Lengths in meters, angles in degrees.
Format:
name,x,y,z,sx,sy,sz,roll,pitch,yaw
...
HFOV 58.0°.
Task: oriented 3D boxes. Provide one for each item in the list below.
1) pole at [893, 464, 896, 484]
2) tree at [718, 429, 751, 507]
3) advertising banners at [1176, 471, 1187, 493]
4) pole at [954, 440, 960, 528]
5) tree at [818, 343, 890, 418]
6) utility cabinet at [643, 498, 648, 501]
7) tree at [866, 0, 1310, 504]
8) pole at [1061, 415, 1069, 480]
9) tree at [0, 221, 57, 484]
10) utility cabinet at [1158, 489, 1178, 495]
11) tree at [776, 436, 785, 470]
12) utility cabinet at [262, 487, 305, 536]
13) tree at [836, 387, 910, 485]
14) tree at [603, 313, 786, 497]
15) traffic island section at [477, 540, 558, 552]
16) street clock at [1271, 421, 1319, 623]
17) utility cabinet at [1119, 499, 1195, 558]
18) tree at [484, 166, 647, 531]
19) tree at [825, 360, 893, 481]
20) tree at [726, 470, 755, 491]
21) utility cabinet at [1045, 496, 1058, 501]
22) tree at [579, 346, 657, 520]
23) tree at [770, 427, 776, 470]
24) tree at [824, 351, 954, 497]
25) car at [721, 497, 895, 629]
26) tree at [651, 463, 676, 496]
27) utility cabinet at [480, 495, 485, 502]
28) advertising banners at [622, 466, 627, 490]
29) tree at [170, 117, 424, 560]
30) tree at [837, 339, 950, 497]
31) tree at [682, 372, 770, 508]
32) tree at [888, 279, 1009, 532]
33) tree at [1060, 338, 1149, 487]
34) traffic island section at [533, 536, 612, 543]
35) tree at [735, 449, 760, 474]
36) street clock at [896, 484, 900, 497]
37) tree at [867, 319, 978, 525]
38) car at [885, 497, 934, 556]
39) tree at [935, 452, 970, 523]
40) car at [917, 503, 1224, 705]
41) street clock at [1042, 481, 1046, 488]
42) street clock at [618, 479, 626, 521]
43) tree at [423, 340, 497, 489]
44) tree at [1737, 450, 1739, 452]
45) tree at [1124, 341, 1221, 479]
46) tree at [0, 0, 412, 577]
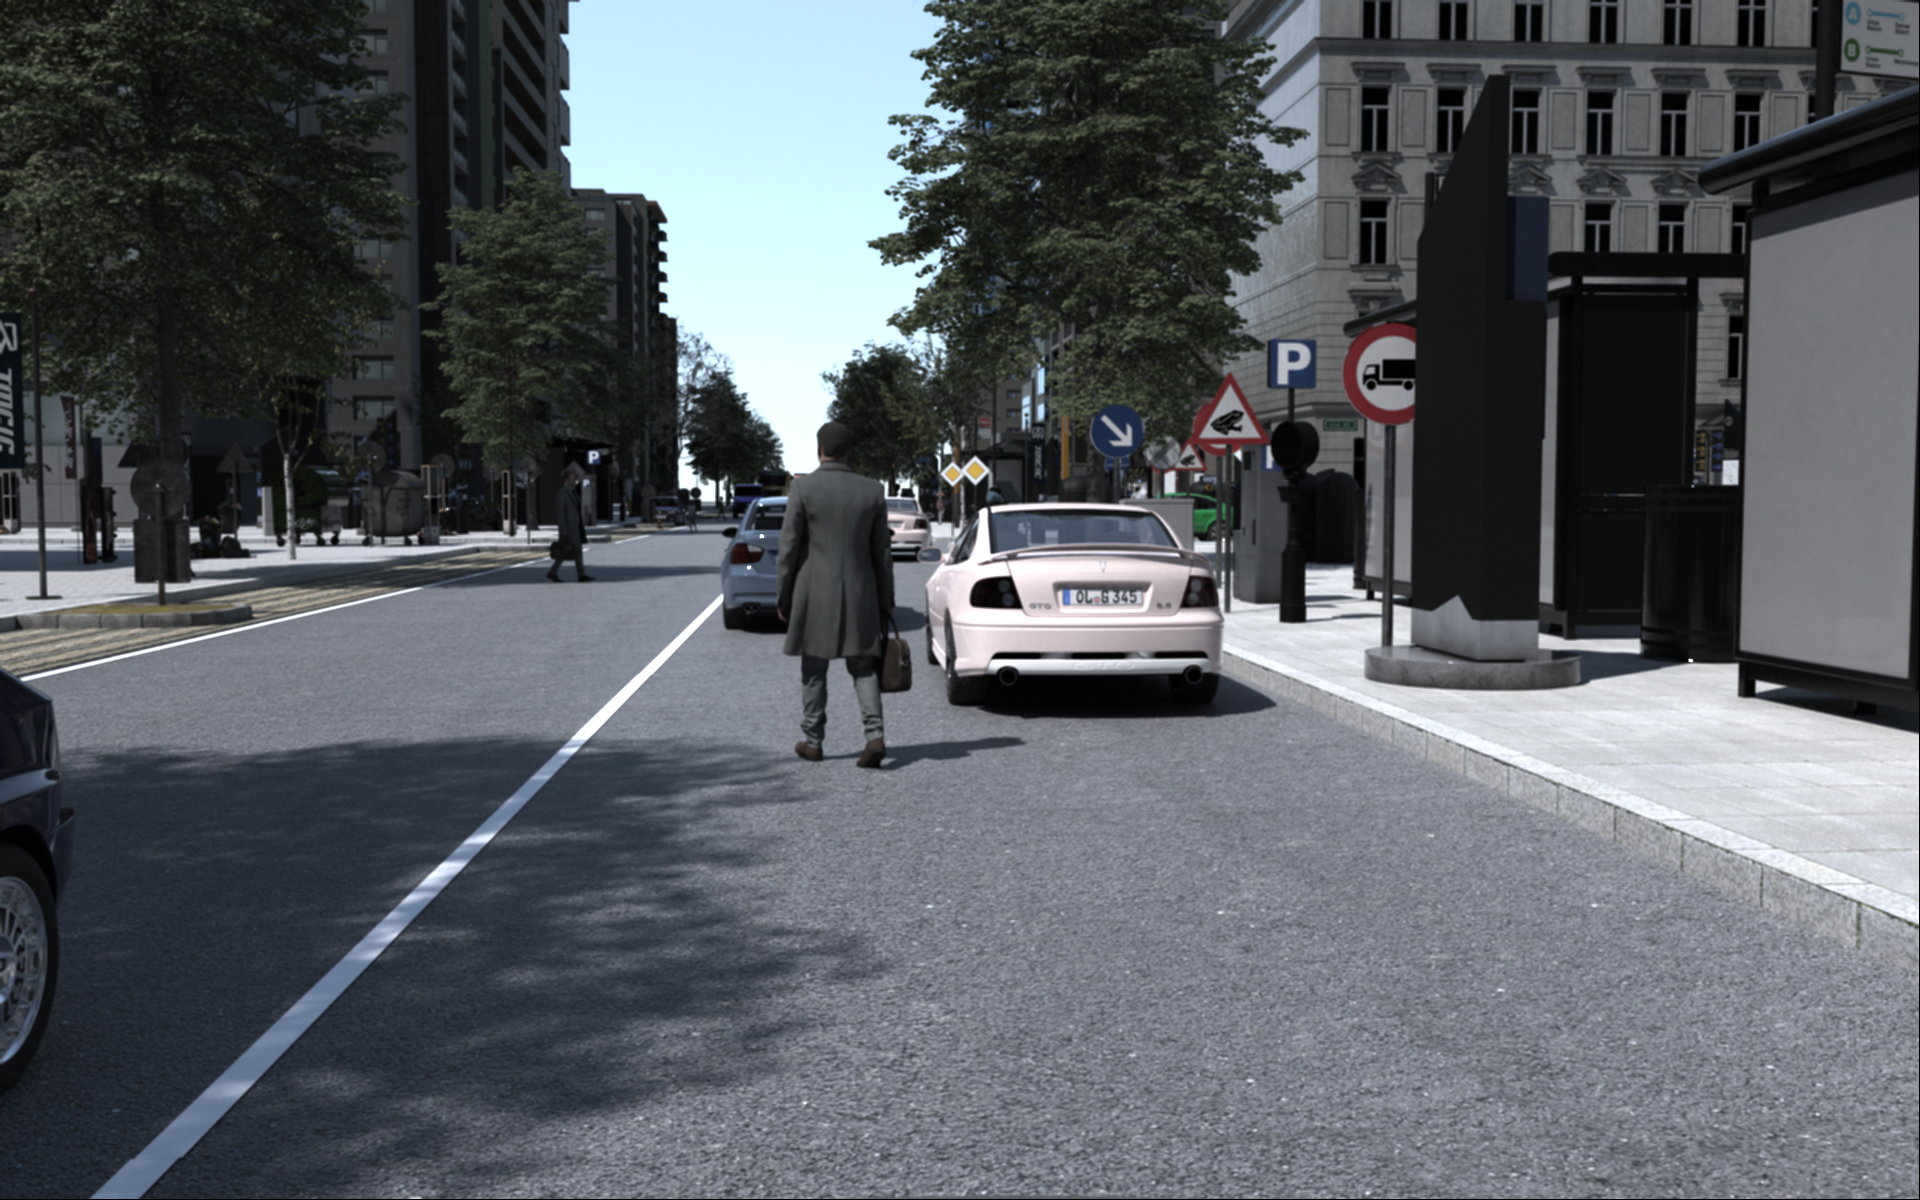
name,x,y,z,sx,sy,sz,roll,pitch,yaw
pole,-4.528,-7.668,119.222,0.158,3.312,0.155,0,3,0
tree,-22.893,-13.531,171.592,4.360,8.622,3.978,0,3,0
advertising banners,8.884,-4.276,66.092,2.074,3.025,0.090,1,4,18
pole,-0.115,-4.382,65.490,0.158,3.312,0.155,0,3,0
tree,-11.397,-22.114,217.449,12.611,20.169,13.585,0,3,0
utility cabinet,-17.076,-5.253,94.570,0.318,1.500,1.173,0,4,3
tree,2.243,-6.850,30.130,7.486,12.596,7.792,0,3,0
pole,2.645,-3.043,43.591,0.158,3.312,0.155,0,3,0
tree,-22.645,-5.468,39.768,4.360,8.622,3.978,0,3,0
utility cabinet,9.720,-4.425,81.034,0.318,1.500,1.173,3,5,43
tree,-31.440,-21.785,274.313,7.486,12.596,7.792,0,3,0
utility cabinet,-20.541,-2.686,52.593,1.173,1.500,0.318,-3,4,-36
tree,-9.334,-16.074,179.819,9.611,12.733,9.660,0,3,0
tree,-19.543,-12.717,118.293,12.009,13.543,11.850,0,3,0
traffic island section,-10.942,-1.321,43.881,2.009,0.180,2.903,0,4,-4
street clock,3.328,-0.776,17.258,0.358,2.002,0.471,-2,4,-31
utility cabinet,2.752,-0.803,24.291,1.020,1.237,0.306,-1,4,-13
tree,-14.803,-8.688,60.168,7.486,12.596,7.792,0,3,0
tree,-7.411,-14.974,155.200,12.009,13.543,11.850,0,3,0
tree,-25.739,-13.445,203.539,4.285,4.588,4.351,0,3,0
utility cabinet,3.592,-3.475,67.976,0.306,1.237,1.020,3,4,38
tree,-16.850,-8.298,86.041,4.737,8.622,4.395,0,3,0
tree,-25.697,-16.587,189.319,7.486,12.596,7.792,0,3,0
tree,-4.294,-10.900,112.634,8.767,10.594,7.601,-2,4,-27
car,-1.734,-0.473,19.743,2.014,1.417,4.499,0,4,-4
tree,-18.222,-6.727,104.588,1.663,3.219,1.824,0,3,0
utility cabinet,-31.554,-6.285,113.928,0.306,1.237,1.020,-2,4,-32
advertising banners,-20.312,-6.870,108.512,2.074,3.025,0.090,2,4,25
tree,-13.010,-5.082,33.447,4.737,8.622,4.395,0,3,0
tree,-5.538,-14.380,141.761,9.857,13.997,8.962,0,3,0
tree,-22.081,-14.702,158.511,7.486,12.596,7.792,0,3,0
tree,-0.098,-6.597,58.222,4.360,8.622,3.978,0,3,0
tree,6.396,-7.737,76.870,4.737,8.622,4.395,0,3,0
traffic island section,-11.558,-1.808,51.843,2.009,0.180,2.903,0,4,-4
tree,-27.169,-16.288,216.670,4.737,8.622,4.395,0,3,0
street clock,-4.412,-7.093,120.544,0.471,2.002,0.358,1,4,13
tree,-1.056,-7.470,72.500,4.737,8.622,4.395,0,3,0
car,-1.604,-1.602,38.552,2.083,1.381,4.827,0,4,-3
tree,-0.546,-5.090,77.823,1.663,3.219,1.824,0,3,0
car,0.739,-0.053,13.221,2.083,1.381,4.827,0,4,-4
street clock,3.683,-4.531,78.650,0.358,2.002,0.471,2,4,32
street clock,-15.892,-4.700,81.420,0.358,2.002,0.471,0,4,3
tree,-23.360,-7.959,80.491,4.737,8.622,4.395,0,3,0
tree,17.930,-2.665,38.182,1.663,3.219,1.824,0,3,0
tree,8.592,-7.382,71.064,4.360,8.622,3.978,0,3,0
tree,-12.066,-6.604,26.110,7.486,12.596,7.792,0,3,0
